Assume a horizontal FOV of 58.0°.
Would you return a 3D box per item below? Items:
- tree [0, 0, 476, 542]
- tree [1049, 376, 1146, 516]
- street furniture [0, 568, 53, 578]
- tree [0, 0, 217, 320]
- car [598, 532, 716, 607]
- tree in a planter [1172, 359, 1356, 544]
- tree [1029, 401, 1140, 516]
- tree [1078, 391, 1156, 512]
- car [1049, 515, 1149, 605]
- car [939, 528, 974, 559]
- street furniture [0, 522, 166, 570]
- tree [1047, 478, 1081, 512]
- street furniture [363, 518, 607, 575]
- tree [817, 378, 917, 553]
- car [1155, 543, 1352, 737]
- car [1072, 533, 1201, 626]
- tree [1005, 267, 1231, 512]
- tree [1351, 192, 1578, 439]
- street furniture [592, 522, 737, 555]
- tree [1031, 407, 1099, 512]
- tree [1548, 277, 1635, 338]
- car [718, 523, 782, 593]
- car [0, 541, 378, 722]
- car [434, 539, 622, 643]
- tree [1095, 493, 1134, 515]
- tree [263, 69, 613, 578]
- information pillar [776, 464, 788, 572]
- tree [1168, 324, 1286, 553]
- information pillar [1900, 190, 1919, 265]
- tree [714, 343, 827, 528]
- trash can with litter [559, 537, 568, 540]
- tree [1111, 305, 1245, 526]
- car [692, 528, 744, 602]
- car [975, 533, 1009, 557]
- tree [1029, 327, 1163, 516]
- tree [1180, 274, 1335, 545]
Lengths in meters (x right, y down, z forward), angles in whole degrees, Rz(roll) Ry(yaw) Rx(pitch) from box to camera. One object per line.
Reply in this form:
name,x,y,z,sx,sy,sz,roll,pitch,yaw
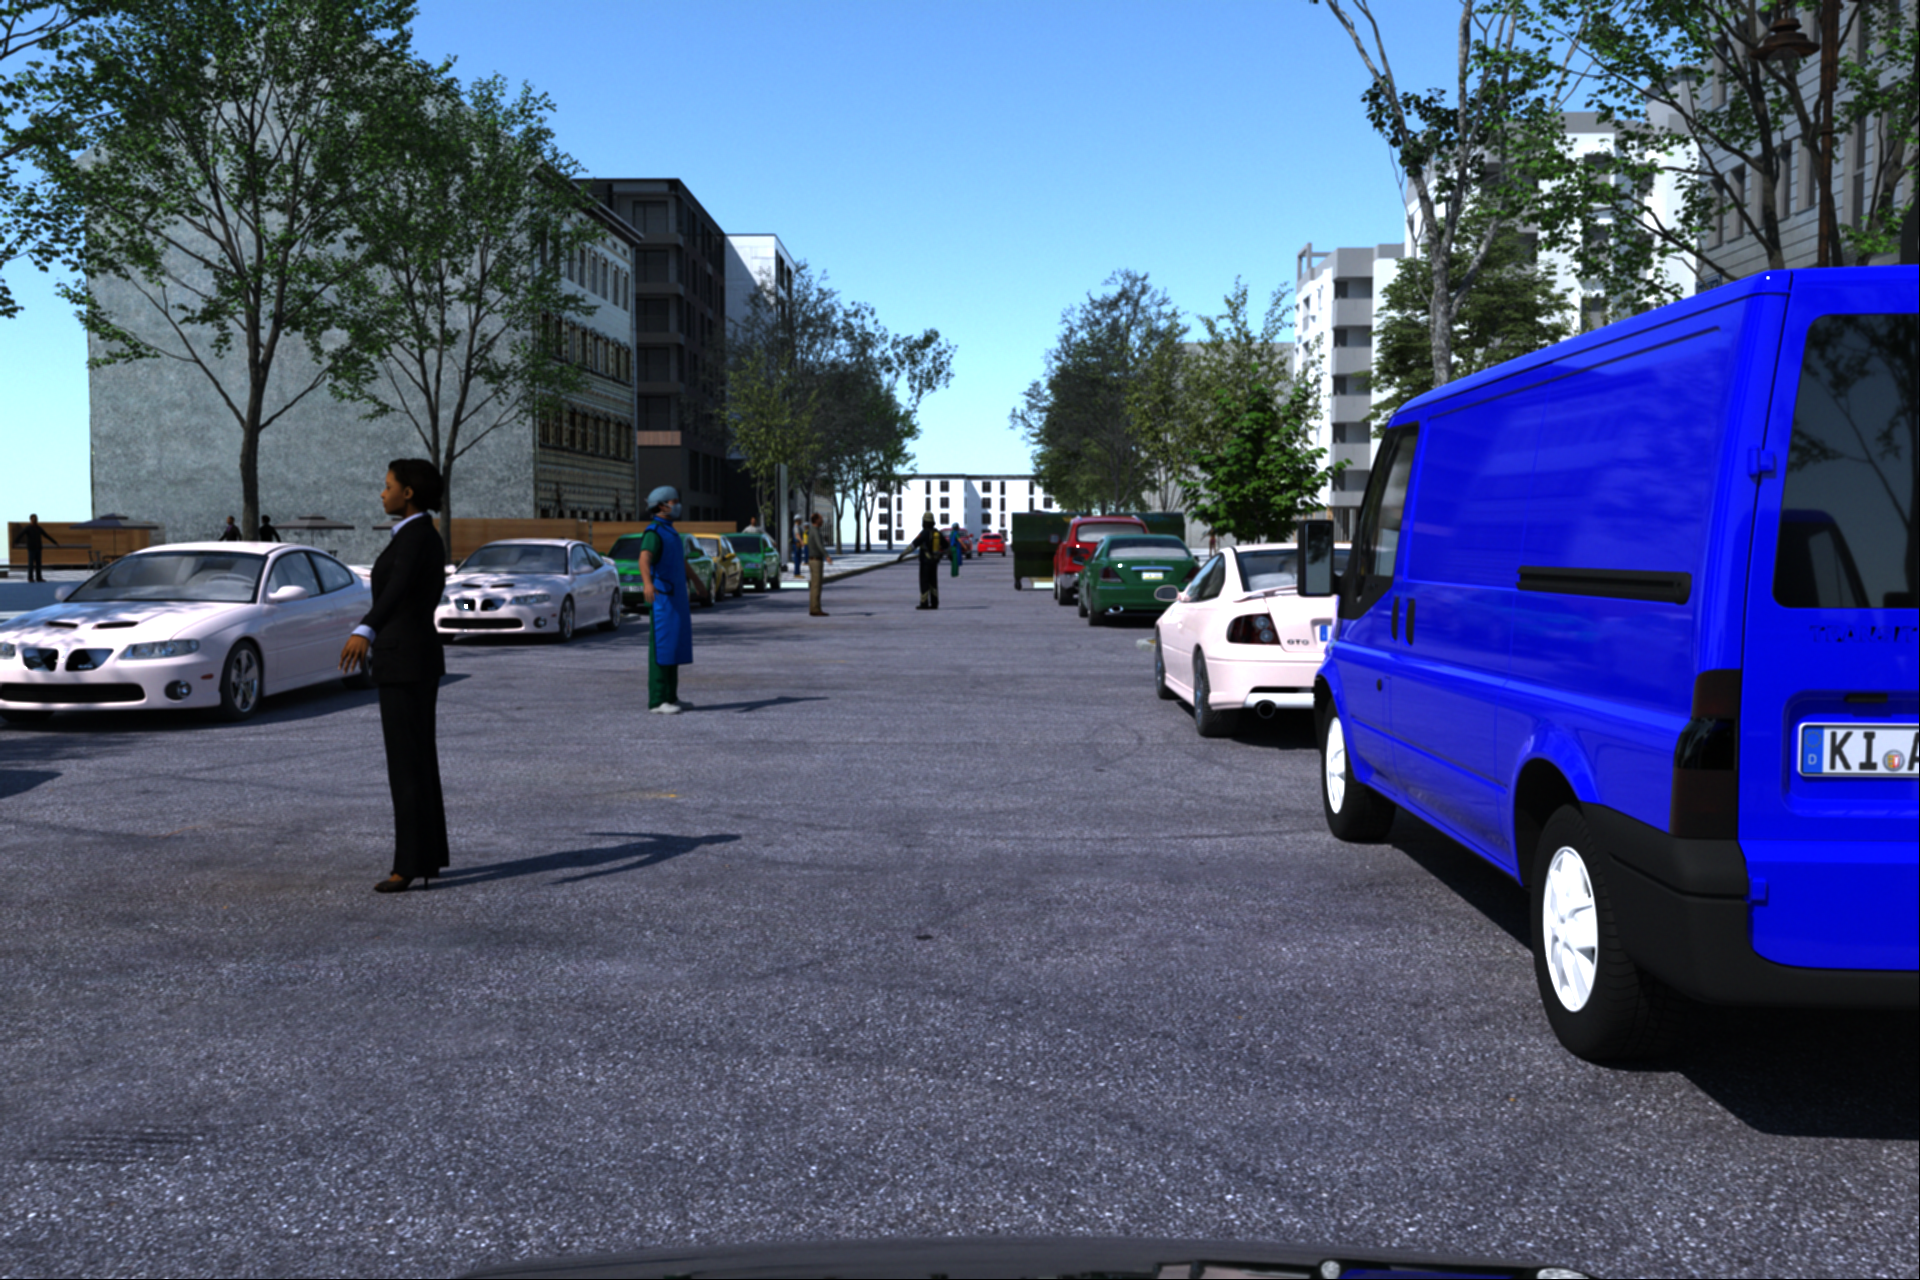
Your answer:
tree,-11.584,-6.270,28.271,9.928,11.665,9.643,0,3,0
tree,9.354,-12.450,121.692,7.486,12.596,7.792,0,3,0
street furniture,-32.750,-2.554,48.618,9.812,1.723,11.010,1,4,16
tree,-11.796,-5.682,18.650,9.928,11.665,9.643,0,3,0
car,-5.769,-1.463,32.709,1.959,1.807,4.718,0,4,2
tree in a planter,3.064,-1.254,17.718,1.991,3.239,1.994,0,4,1
tree,7.799,-10.625,108.137,7.601,10.594,8.767,0,4,-2
tree,7.972,-8.498,89.304,4.360,8.622,3.978,0,3,0
car,3.019,-1.688,36.268,2.281,1.827,5.304,0,4,1
car,-0.339,-5.649,101.041,2.281,1.827,5.304,0,4,2
street furniture,-31.252,-3.575,65.300,9.812,1.723,11.010,-1,4,-18
tree,9.191,-11.824,143.691,4.737,8.622,4.395,0,3,0
street furniture,-12.410,-2.664,50.414,11.010,1.723,9.812,-1,4,-8
tree,-6.802,-11.624,115.809,9.928,11.665,9.643,0,3,0
car,2.624,-0.075,13.596,2.083,1.381,4.827,0,4,1
car,2.931,-1.014,28.379,2.131,1.459,4.920,0,4,1
tree,7.305,-10.310,78.940,12.009,13.543,11.850,0,3,0
tree,17.001,-8.577,58.357,7.486,12.596,7.792,0,3,0
street furniture,-12.163,-3.413,62.663,9.812,1.723,11.010,-1,4,-9
tree,9.214,-12.697,133.354,9.928,11.665,9.643,0,3,0
tree,18.361,-6.017,48.735,4.737,8.622,4.395,0,3,0
car,-5.594,-2.136,43.713,1.959,1.807,4.718,0,4,1
car,-6.352,-0.144,14.720,2.083,1.381,4.827,0,4,1
car,-6.041,-0.732,24.335,2.083,1.381,4.827,0,4,2
tree,22.732,-20.128,239.454,12.009,13.543,11.850,0,3,0
tree,-11.777,-6.944,39.283,9.928,11.665,9.643,0,3,0
information pillar,-6.012,-4.108,58.488,0.184,3.620,1.656,0,4,2
tree,9.433,-6.806,61.645,4.737,8.622,4.395,0,3,0
information pillar,5.939,-1.183,10.703,0.183,3.616,0.504,0,4,1
tree,-7.483,-7.185,67.841,4.737,8.622,4.395,0,3,0
trash can with litter,-8.933,-1.758,39.798,1.678,1.210,2.233,0,4,2
tree,6.783,-6.441,55.674,4.737,8.622,4.395,0,3,0
car,-5.838,-1.700,38.026,2.015,1.641,3.980,0,4,2
car,2.041,-6.235,110.989,2.155,1.783,4.494,0,4,1
tree,7.558,-10.847,95.474,7.486,12.596,7.792,0,3,0
tree,8.534,-6.096,50.033,4.737,8.622,4.395,0,3,0
